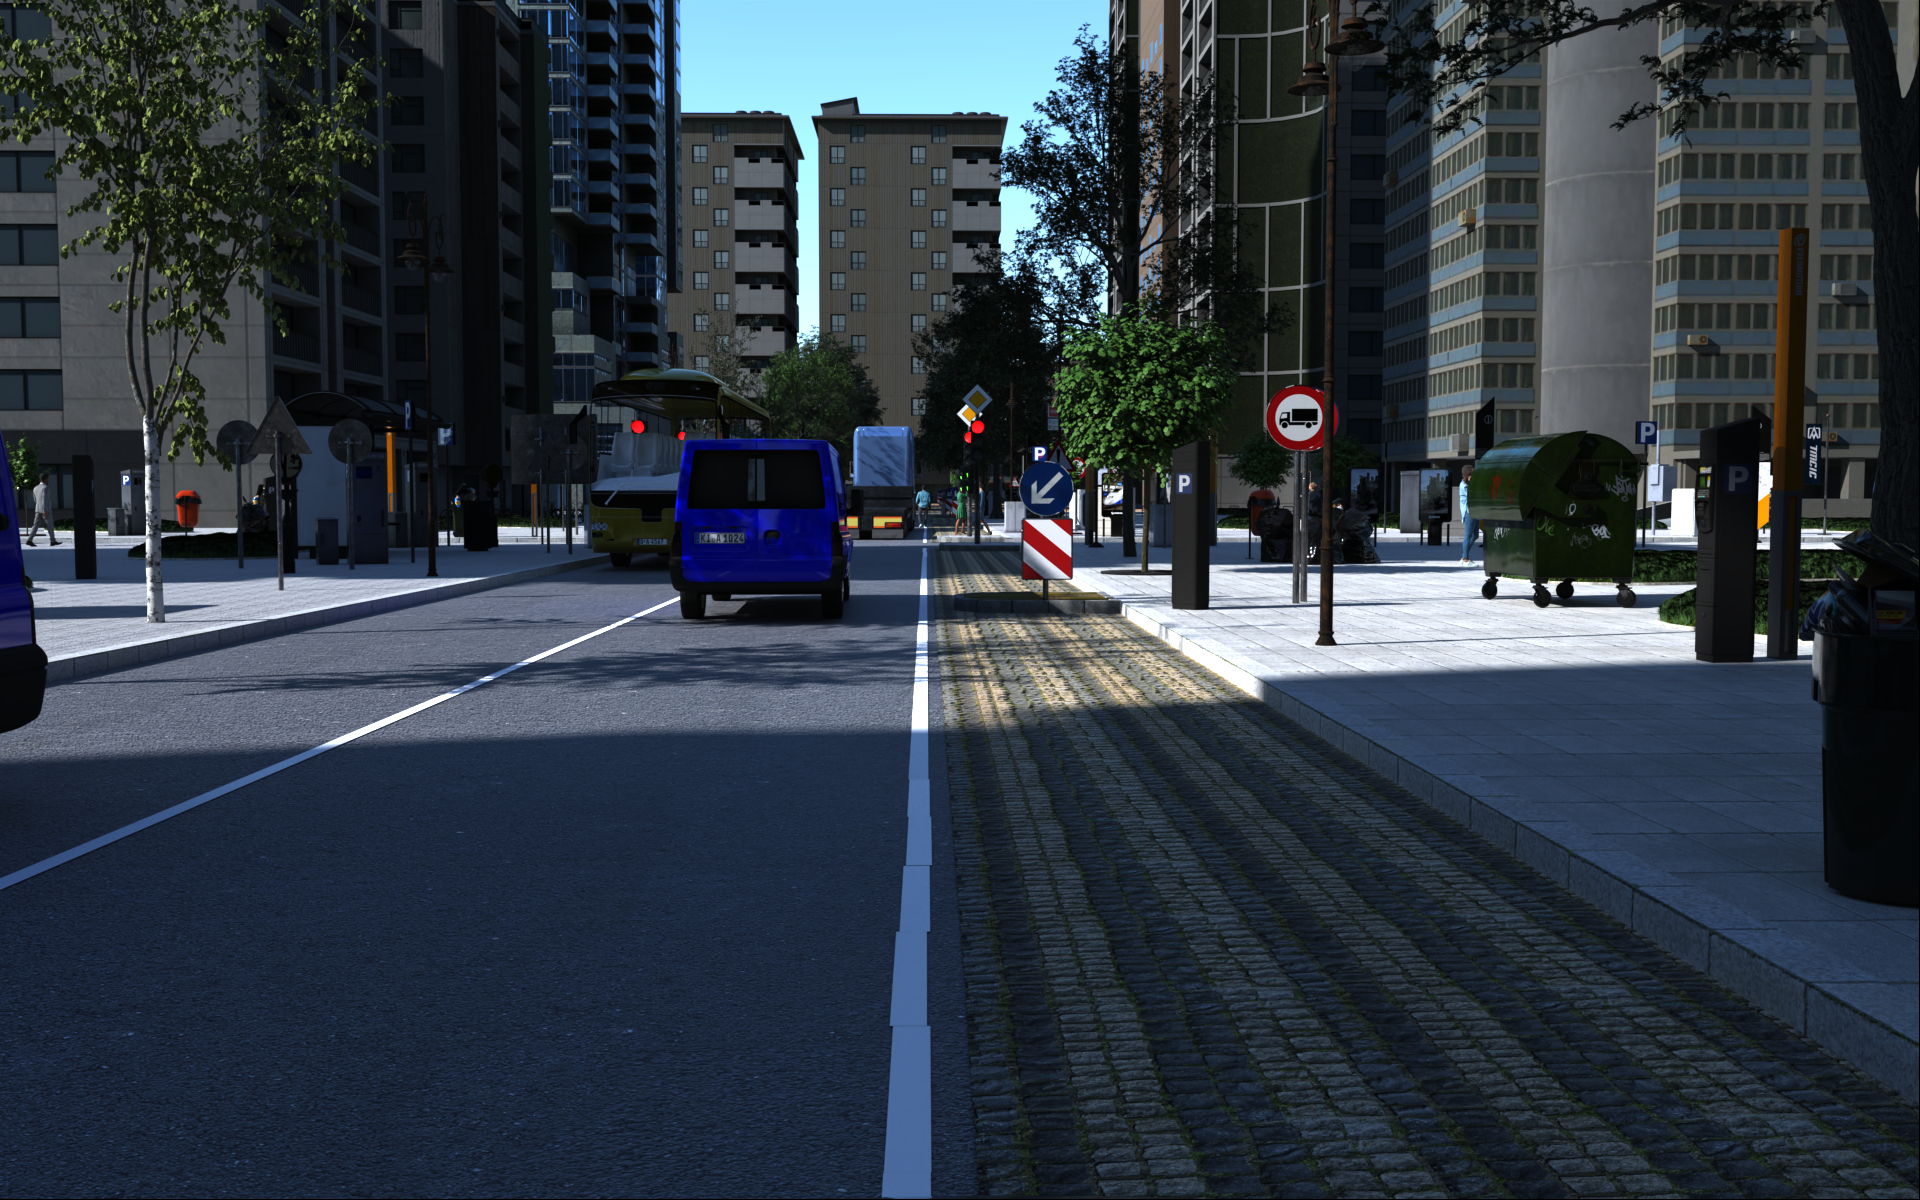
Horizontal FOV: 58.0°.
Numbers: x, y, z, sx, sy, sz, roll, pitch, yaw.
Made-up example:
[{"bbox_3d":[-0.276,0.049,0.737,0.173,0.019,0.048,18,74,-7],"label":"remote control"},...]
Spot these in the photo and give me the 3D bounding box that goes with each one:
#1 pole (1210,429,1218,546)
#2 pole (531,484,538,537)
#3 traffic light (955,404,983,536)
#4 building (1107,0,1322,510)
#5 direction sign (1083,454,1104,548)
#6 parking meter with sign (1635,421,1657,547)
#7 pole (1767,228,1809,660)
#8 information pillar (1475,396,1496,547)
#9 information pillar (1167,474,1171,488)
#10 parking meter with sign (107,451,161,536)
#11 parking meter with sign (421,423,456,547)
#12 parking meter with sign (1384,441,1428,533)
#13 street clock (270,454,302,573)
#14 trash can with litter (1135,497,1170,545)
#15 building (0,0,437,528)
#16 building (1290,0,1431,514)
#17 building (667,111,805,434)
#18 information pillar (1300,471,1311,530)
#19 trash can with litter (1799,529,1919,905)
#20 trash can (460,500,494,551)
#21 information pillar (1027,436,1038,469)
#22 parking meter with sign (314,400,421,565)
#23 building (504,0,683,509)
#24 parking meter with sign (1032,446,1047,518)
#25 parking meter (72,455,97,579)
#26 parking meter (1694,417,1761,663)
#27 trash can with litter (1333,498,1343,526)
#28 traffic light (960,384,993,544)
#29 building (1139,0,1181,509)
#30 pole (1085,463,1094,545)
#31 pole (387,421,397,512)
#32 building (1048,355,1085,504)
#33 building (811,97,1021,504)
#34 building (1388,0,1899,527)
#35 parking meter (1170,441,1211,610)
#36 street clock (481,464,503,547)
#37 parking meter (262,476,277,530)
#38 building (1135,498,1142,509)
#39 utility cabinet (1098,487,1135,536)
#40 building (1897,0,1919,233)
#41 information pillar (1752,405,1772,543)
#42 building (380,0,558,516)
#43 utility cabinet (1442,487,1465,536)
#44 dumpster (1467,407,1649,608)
[{"bbox_3d":[6.262,-2.993,42.780,0.158,3.312,0.155,0,3,0],"label":"pole"},{"bbox_3d":[-12.708,-3.537,51.671,0.158,3.312,0.155,0,3,0],"label":"pole"},{"bbox_3d":[0.272,-3.877,52.315,0.839,4.253,0.868,0,4,-1],"label":"traffic light"},{"bbox_3d":[24.315,-45.270,178.423,20.563,71.187,20.611,0,4,-1],"label":"building"},{"bbox_3d":[3.281,-3.033,41.591,0.876,3.537,0.379,-3,4,-39],"label":"direction sign"},{"bbox_3d":[16.196,-2.816,42.310,0.543,3.016,1.738,-1,4,-16],"label":"parking meter with sign"},{"bbox_3d":[6.412,-1.197,13.410,0.158,3.312,0.155,0,3,0],"label":"pole"},{"bbox_3d":[12.621,-3.074,41.607,0.504,3.616,0.183,3,5,42],"label":"information pillar"},{"bbox_3d":[6.979,-4.054,57.640,0.183,3.616,0.504,2,4,34],"label":"information pillar"},{"bbox_3d":[-25.647,-3.516,53.754,0.543,3.016,1.738,1,4,20],"label":"parking meter with sign"},{"bbox_3d":[-13.051,-2.791,41.895,0.543,3.016,1.738,2,4,33],"label":"parking meter with sign"},{"bbox_3d":[14.738,-3.685,56.513,1.738,3.016,0.543,1,4,14],"label":"parking meter with sign"},{"bbox_3d":[-10.882,-1.434,28.019,0.471,2.002,0.358,-1,4,-15],"label":"street clock"},{"bbox_3d":[5.243,-2.029,44.236,1.678,1.210,2.233,0,4,-5],"label":"trash can with litter"},{"bbox_3d":[-34.344,-38.856,73.549,20.563,71.187,20.611,0,4,-1],"label":"building"},{"bbox_3d":[24.277,-41.471,116.305,20.563,71.187,20.611,0,4,-1],"label":"building"},{"bbox_3d":[-33.819,-39.678,237.972,27.495,52.752,28.713,0,4,-1],"label":"building"},{"bbox_3d":[11.148,-3.153,56.049,0.304,2.012,0.304,-1,4,-12],"label":"information pillar"},{"bbox_3d":[3.264,0.361,5.489,1.055,1.170,0.624,1,4,18],"label":"trash can with litter"},{"bbox_3d":[-10.853,-1.670,38.952,0.748,1.137,0.748,0,3,0],"label":"trash can"},{"bbox_3d":[2.912,-4.811,70.017,0.504,3.616,0.183,-1,4,-16],"label":"information pillar"},{"bbox_3d":[-10.919,-2.174,31.799,1.738,3.016,0.543,-2,4,-29],"label":"parking meter with sign"},{"bbox_3d":[-40.868,-52.796,175.879,31.000,86.520,22.319,0,4,-1],"label":"building"},{"bbox_3d":[2.995,-4.156,64.209,0.543,3.016,1.738,0,4,5],"label":"parking meter with sign"},{"bbox_3d":[-13.237,-1.252,26.182,0.255,1.863,0.399,-1,4,-20],"label":"parking meter"},{"bbox_3d":[5.852,-0.460,13.236,0.399,1.863,0.255,0,4,-5],"label":"parking meter"},{"bbox_3d":[11.734,-2.694,55.429,1.055,1.170,0.624,1,4,14],"label":"trash can with litter"},{"bbox_3d":[0.427,-3.389,44.332,0.839,4.253,0.868,0,4,-1],"label":"traffic light"},{"bbox_3d":[21.971,-29.799,137.318,14.600,45.320,14.200,0,4,-1],"label":"building"},{"bbox_3d":[3.256,-3.041,43.572,0.158,3.312,0.155,0,3,0],"label":"pole"},{"bbox_3d":[-14.698,-3.117,44.800,0.158,3.312,0.155,0,3,0],"label":"pole"},{"bbox_3d":[22.569,-24.121,239.422,28.899,21.520,27.650,0,4,-1],"label":"building"},{"bbox_3d":[-5.639,-39.726,238.758,27.495,52.752,28.713,0,4,-1],"label":"building"},{"bbox_3d":[34.258,-23.845,81.742,23.993,40.220,32.217,0,4,-1],"label":"building"},{"bbox_3d":[2.564,-0.831,19.290,0.255,1.863,0.399,-3,5,-42],"label":"parking meter"},{"bbox_3d":[-11.279,-2.276,41.776,0.358,2.002,0.471,3,5,44],"label":"street clock"},{"bbox_3d":[-21.461,-2.946,53.883,0.399,1.863,0.255,-3,4,-37],"label":"parking meter"},{"bbox_3d":[30.448,-28.461,157.223,32.217,40.220,23.993,0,4,-1],"label":"building"},{"bbox_3d":[4.771,-2.695,52.746,1.173,1.500,0.318,3,4,38],"label":"utility cabinet"},{"bbox_3d":[27.213,-24.179,19.023,21.300,48.544,21.600,0,4,-1],"label":"building"},{"bbox_3d":[20.897,-3.297,45.259,0.504,3.616,0.183,2,4,30],"label":"information pillar"},{"bbox_3d":[-31.981,-20.089,100.154,14.160,30.474,14.107,0,4,-1],"label":"building"},{"bbox_3d":[14.885,-2.657,52.114,1.173,1.500,0.318,0,4,-5],"label":"utility cabinet"},{"bbox_3d":[6.961,-1.086,20.251,1.502,2.255,1.985,0,4,-1],"label":"dumpster"}]
